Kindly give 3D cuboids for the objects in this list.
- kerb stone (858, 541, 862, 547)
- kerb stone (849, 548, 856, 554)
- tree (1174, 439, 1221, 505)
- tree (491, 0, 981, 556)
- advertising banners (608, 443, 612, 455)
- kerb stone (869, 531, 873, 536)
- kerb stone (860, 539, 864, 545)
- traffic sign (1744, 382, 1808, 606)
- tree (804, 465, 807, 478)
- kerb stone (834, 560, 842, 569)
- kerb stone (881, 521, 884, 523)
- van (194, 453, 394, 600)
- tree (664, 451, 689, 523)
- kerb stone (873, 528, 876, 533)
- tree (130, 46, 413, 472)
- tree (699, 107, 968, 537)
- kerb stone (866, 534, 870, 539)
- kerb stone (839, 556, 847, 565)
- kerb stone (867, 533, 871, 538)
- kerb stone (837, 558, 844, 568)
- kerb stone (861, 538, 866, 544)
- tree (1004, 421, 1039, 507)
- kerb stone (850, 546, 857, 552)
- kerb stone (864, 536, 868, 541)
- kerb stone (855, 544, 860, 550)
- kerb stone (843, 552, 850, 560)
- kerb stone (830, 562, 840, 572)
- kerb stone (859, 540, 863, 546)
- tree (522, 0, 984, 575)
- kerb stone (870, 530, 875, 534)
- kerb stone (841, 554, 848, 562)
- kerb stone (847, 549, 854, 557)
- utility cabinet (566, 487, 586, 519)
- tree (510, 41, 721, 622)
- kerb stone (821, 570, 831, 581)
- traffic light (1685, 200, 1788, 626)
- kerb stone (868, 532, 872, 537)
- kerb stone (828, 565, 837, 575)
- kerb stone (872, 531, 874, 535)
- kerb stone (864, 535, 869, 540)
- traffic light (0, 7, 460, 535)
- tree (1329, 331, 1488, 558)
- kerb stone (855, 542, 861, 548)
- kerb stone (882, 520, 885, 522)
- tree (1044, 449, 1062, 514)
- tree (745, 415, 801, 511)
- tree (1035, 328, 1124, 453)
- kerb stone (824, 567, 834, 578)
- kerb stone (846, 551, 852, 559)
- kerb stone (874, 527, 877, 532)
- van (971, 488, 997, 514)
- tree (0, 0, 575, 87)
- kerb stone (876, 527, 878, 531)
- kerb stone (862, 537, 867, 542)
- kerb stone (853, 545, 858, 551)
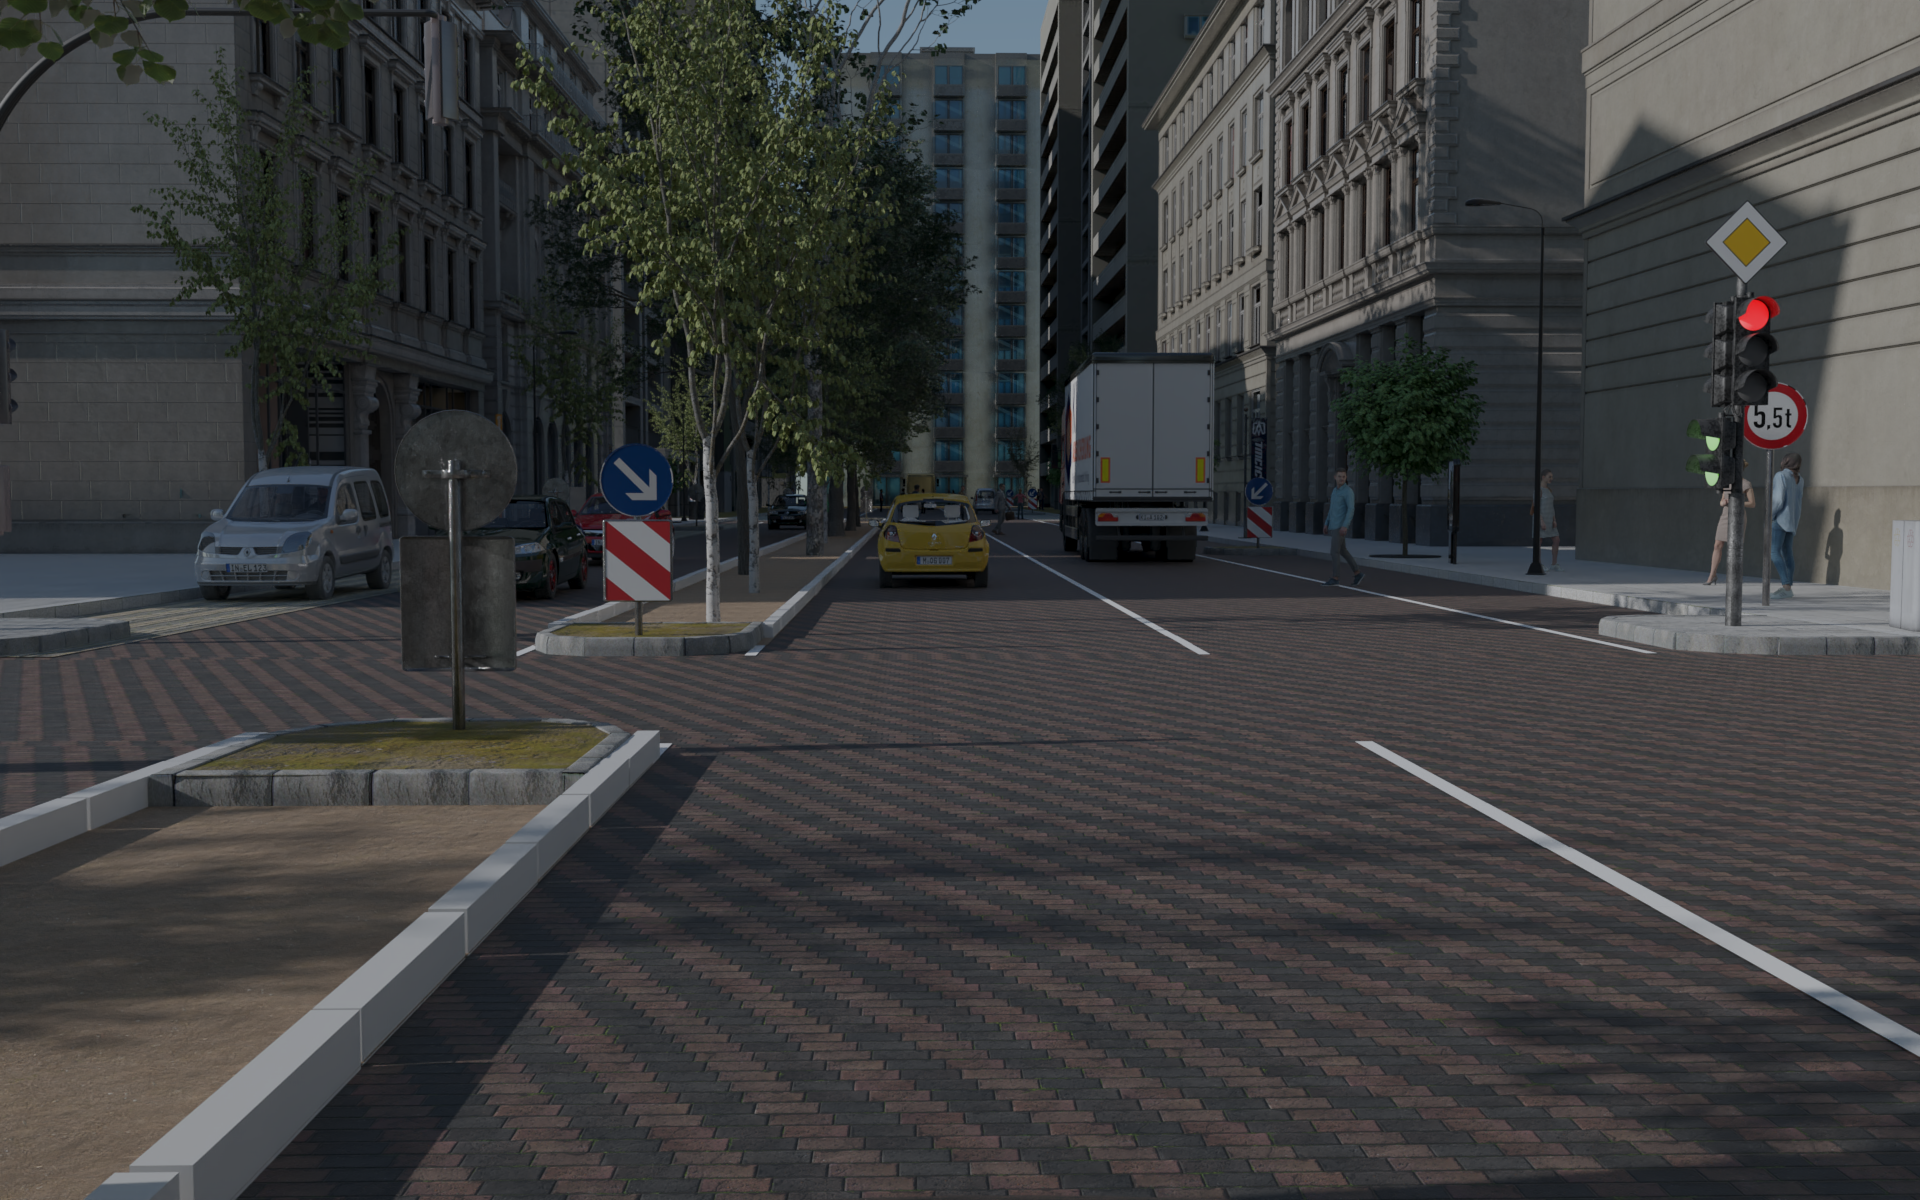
[{"bbox_3d":[-2.639,-1.344,44.300,0.120,0.150,1.000,0,4,-2],"label":"kerb stone"},{"bbox_3d":[-2.495,-1.038,39.179,0.120,0.150,1.000,0,4,-2],"label":"kerb stone"},{"bbox_3d":[8.197,-5.050,66.284,4.285,4.588,4.351,0,3,0],"label":"tree"},{"bbox_3d":[-4.605,-11.140,40.492,12.611,20.169,13.585,0,3,0],"label":"tree"},{"bbox_3d":[-12.151,-3.957,60.889,0.090,3.025,2.074,0,4,-1],"label":"advertising banners"},{"bbox_3d":[-2.941,-2.042,55.585,0.120,0.150,1.000,0,4,-2],"label":"kerb stone"},{"bbox_3d":[-2.699,-1.476,46.355,0.120,0.150,1.000,0,4,-2],"label":"kerb stone"},{"bbox_3d":[9.244,-1.204,19.792,0.768,2.556,0.104,0,4,8],"label":"traffic sign"},{"bbox_3d":[-15.799,-13.383,169.174,4.360,8.622,3.978,0,3,0],"label":"tree"},{"bbox_3d":[-2.311,-0.600,32.009,0.120,0.150,1.000,0,4,-2],"label":"kerb stone"},{"bbox_3d":[-3.438,-3.174,74.089,0.120,0.150,1.000,0,4,-2],"label":"kerb stone"},{"bbox_3d":[-9.375,-1.075,24.586,2.013,2.044,4.112,0,4,-2],"label":"van"},{"bbox_3d":[-12.809,-5.047,77.128,1.663,3.219,1.824,0,3,0],"label":"tree"},{"bbox_3d":[-3.054,-2.294,59.700,0.120,0.150,1.000,0,4,-2],"label":"kerb stone"},{"bbox_3d":[-11.726,-4.847,29.612,4.737,8.622,4.395,0,3,0],"label":"tree"},{"bbox_3d":[-4.214,-9.106,57.997,9.857,13.997,8.962,0,3,0],"label":"tree"},{"bbox_3d":[-2.834,-1.791,51.473,0.120,0.150,1.000,0,4,-2],"label":"kerb stone"},{"bbox_3d":[-2.358,-0.725,34.055,0.120,0.150,1.000,0,4,-2],"label":"kerb stone"},{"bbox_3d":[-2.858,-1.853,52.495,0.120,0.150,1.000,0,4,-2],"label":"kerb stone"},{"bbox_3d":[-2.336,-0.660,33.032,0.120,0.150,1.000,0,4,-2],"label":"kerb stone"},{"bbox_3d":[-2.718,-1.539,47.377,0.120,0.150,1.000,0,4,-2],"label":"kerb stone"},{"bbox_3d":[6.055,-13.397,169.406,4.360,8.622,3.978,0,3,0],"label":"tree"},{"bbox_3d":[-2.534,-1.099,40.201,0.120,0.150,1.000,0,4,-2],"label":"kerb stone"},{"bbox_3d":[-2.775,-1.665,49.424,0.120,0.150,1.000,0,4,-2],"label":"kerb stone"},{"bbox_3d":[-2.585,-1.227,42.249,0.120,0.150,1.000,0,4,-2],"label":"kerb stone"},{"bbox_3d":[-2.415,-0.850,36.099,0.120,0.150,1.000,0,4,-2],"label":"kerb stone"},{"bbox_3d":[-2.280,-0.538,30.985,0.120,0.150,1.000,0,4,-2],"label":"kerb stone"},{"bbox_3d":[-2.675,-1.414,45.322,0.120,0.150,1.000,0,4,-2],"label":"kerb stone"},{"bbox_3d":[-3.769,-5.734,30.616,8.767,10.594,7.601,0,4,-2],"label":"tree"},{"bbox_3d":[-3.000,-2.165,57.632,0.120,0.150,1.000,0,4,-2],"label":"kerb stone"},{"bbox_3d":[-2.391,-0.784,35.077,0.120,0.150,1.000,0,4,-2],"label":"kerb stone"},{"bbox_3d":[-2.475,-0.976,38.156,0.120,0.150,1.000,0,4,-2],"label":"kerb stone"},{"bbox_3d":[-12.007,-2.760,53.802,0.318,1.500,1.173,1,4,12],"label":"utility cabinet"},{"bbox_3d":[-2.676,-4.025,18.627,4.737,8.622,4.395,0,3,0],"label":"tree"},{"bbox_3d":[-2.196,-0.349,27.904,0.120,0.150,1.000,0,4,-2],"label":"kerb stone"},{"bbox_3d":[7.511,-1.702,16.752,0.839,4.253,0.868,0,4,-2],"label":"traffic light"},{"bbox_3d":[-2.915,-1.978,54.559,0.120,0.150,1.000,0,4,-2],"label":"kerb stone"},{"bbox_3d":[-2.260,-0.474,29.952,0.120,0.150,1.000,0,4,-2],"label":"kerb stone"},{"bbox_3d":[-2.973,-2.100,56.610,0.120,0.150,1.000,0,4,-2],"label":"kerb stone"},{"bbox_3d":[-2.803,-1.722,50.449,0.120,0.150,1.000,0,4,-2],"label":"kerb stone"},{"bbox_3d":[-7.155,-2.551,16.377,4.771,5.953,1.251,0,4,-2],"label":"traffic light"},{"bbox_3d":[9.129,-3.148,35.188,4.285,4.588,4.351,0,3,0],"label":"tree"},{"bbox_3d":[-2.610,-1.289,43.278,0.120,0.150,1.000,0,4,-2],"label":"kerb stone"},{"bbox_3d":[-3.531,-3.363,77.178,0.120,0.150,1.000,0,4,-2],"label":"kerb stone"},{"bbox_3d":[7.038,-7.823,111.626,4.285,4.588,4.351,0,3,0],"label":"tree"},{"bbox_3d":[-14.312,-11.078,131.484,4.360,8.622,3.978,0,3,0],"label":"tree"},{"bbox_3d":[8.296,-9.911,96.464,8.767,10.594,7.601,0,4,7],"label":"tree"},{"bbox_3d":[-2.230,-0.407,28.930,0.120,0.150,1.000,0,4,-2],"label":"kerb stone"},{"bbox_3d":[-2.455,-0.909,37.130,0.120,0.150,1.000,0,4,-2],"label":"kerb stone"},{"bbox_3d":[-3.105,-2.419,61.752,0.120,0.150,1.000,0,4,-2],"label":"kerb stone"},{"bbox_3d":[1.782,-7.153,123.959,2.013,2.044,4.112,0,4,-2],"label":"van"},{"bbox_3d":[-2.749,-5.035,2.907,7.486,12.596,7.792,0,3,0],"label":"tree"},{"bbox_3d":[-3.137,-2.483,62.787,0.120,0.150,1.000,0,4,-2],"label":"kerb stone"},{"bbox_3d":[-2.749,-1.601,48.402,0.120,0.150,1.000,0,4,-2],"label":"kerb stone"},{"bbox_3d":[-2.560,-1.164,41.225,0.120,0.150,1.000,0,4,-2],"label":"kerb stone"}]
